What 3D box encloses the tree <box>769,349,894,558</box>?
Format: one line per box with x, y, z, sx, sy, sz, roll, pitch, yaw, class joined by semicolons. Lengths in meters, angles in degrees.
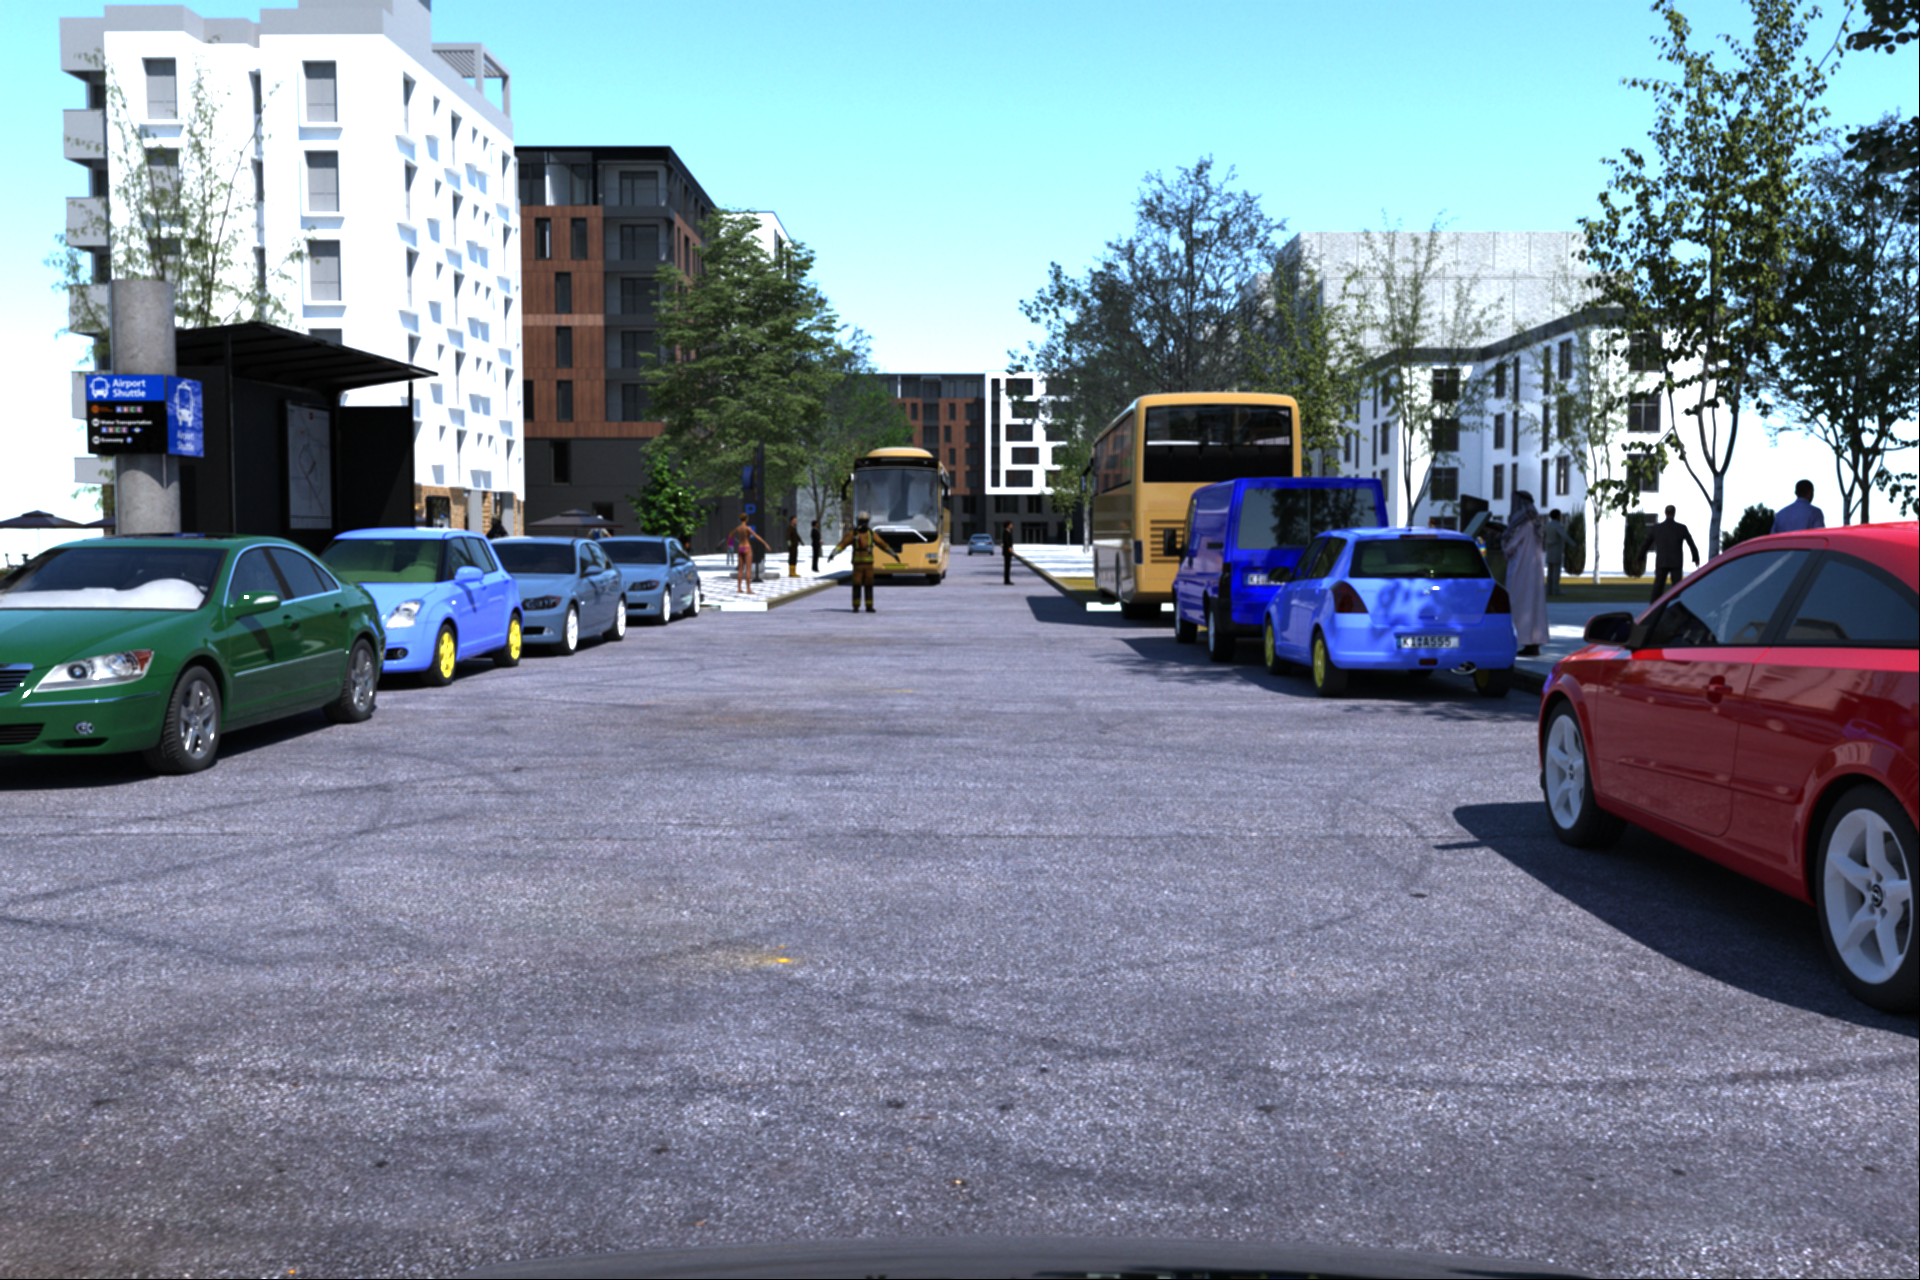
-7.575;-10.298;94.119;9.928;11.665;9.643;0;3;0;tree

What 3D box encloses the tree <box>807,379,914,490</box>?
-6.759;-11.751;117.890;9.928;11.665;9.643;0;3;0;tree

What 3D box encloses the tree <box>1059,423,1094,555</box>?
7.740;-9.460;105.028;4.737;8.622;4.395;0;3;0;tree

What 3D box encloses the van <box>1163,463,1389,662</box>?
3.757;-1.017;21.016;2.240;2.365;5.245;0;4;0;van

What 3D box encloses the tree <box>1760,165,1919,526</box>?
17.946;-5.158;34.693;4.737;8.622;4.395;0;3;0;tree

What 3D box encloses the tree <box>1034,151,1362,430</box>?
7.517;-8.946;56.636;12.009;13.543;11.850;0;3;0;tree

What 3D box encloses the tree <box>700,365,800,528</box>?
-8.062;-7.299;69.699;4.360;8.622;3.978;0;3;0;tree

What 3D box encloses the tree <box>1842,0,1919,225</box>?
10.032;-6.376;10.899;9.857;13.997;8.962;0;3;0;tree

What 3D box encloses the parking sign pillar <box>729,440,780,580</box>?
-5.845;-3.713;49.182;1.447;3.967;1.447;0;4;2;parking sign pillar

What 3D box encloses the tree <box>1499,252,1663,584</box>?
16.734;-5.767;44.654;4.360;8.622;3.978;0;3;0;tree

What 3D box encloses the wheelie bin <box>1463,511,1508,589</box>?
7.309;-0.998;24.228;0.693;1.594;0.980;0;4;1;wheelie bin

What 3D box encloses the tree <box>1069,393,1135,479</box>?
7.505;-8.193;84.320;4.360;8.622;3.978;0;3;0;tree

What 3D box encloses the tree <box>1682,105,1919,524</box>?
26.612;-8.584;50.724;12.009;13.543;11.850;0;3;0;tree

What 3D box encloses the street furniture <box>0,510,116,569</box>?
-31.716;-2.515;46.144;27.439;1.986;14.083;1;4;14;street furniture

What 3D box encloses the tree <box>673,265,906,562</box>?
-7.679;-10.296;78.710;12.009;13.543;11.850;0;3;0;tree

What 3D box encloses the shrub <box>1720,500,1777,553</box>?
18.775;-2.249;40.811;1.661;2.075;1.752;0;3;0;shrub

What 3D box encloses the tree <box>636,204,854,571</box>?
-7.605;-8.720;60.696;7.486;12.596;7.792;0;3;0;tree

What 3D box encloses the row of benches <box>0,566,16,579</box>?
-17.883;-1.065;32.874;1.422;0.672;4.104;0;4;1;row of benches

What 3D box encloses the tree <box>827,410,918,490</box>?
-6.509;-12.735;133.972;9.928;11.665;9.643;0;3;0;tree

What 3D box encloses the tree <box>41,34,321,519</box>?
-11.709;-4.605;25.650;4.360;8.622;3.978;0;3;0;tree

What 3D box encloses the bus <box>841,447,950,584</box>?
-1.678;-3.747;52.805;2.896;3.916;12.252;0;4;1;bus

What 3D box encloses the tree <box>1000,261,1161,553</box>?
8.551;-16.125;119.534;12.611;20.169;13.585;0;3;0;tree

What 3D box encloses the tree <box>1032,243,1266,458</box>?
8.207;-9.928;72.699;12.009;13.543;11.850;0;3;0;tree

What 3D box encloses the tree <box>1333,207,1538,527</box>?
10.167;-5.461;39.656;4.360;8.622;3.978;0;3;0;tree

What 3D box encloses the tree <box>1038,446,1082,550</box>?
8.467;-11.525;138.790;4.737;8.622;4.395;0;3;0;tree

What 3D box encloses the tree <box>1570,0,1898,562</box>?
9.716;-4.390;22.135;4.737;8.622;4.395;0;3;0;tree

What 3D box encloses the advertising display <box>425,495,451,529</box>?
-8.832;-1.477;29.358;0.123;1.923;0.974;0;4;1;advertising display

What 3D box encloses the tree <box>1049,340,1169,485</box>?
8.395;-10.102;90.918;9.928;11.665;9.643;0;3;0;tree

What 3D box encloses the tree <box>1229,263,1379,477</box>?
9.327;-5.861;46.186;4.737;8.622;4.395;0;3;0;tree

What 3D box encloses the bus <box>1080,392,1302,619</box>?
3.964;-2.471;31.955;2.896;3.916;12.252;0;4;1;bus

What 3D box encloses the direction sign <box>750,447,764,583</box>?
-5.338;-3.270;45.469;0.379;3.537;0.876;0;4;0;direction sign

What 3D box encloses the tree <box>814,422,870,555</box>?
-7.377;-9.658;108.273;4.737;8.622;4.395;0;3;0;tree

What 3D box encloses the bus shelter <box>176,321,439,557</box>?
-8.509;-1.894;22.247;1.731;3.624;6.357;0;4;1;bus shelter
